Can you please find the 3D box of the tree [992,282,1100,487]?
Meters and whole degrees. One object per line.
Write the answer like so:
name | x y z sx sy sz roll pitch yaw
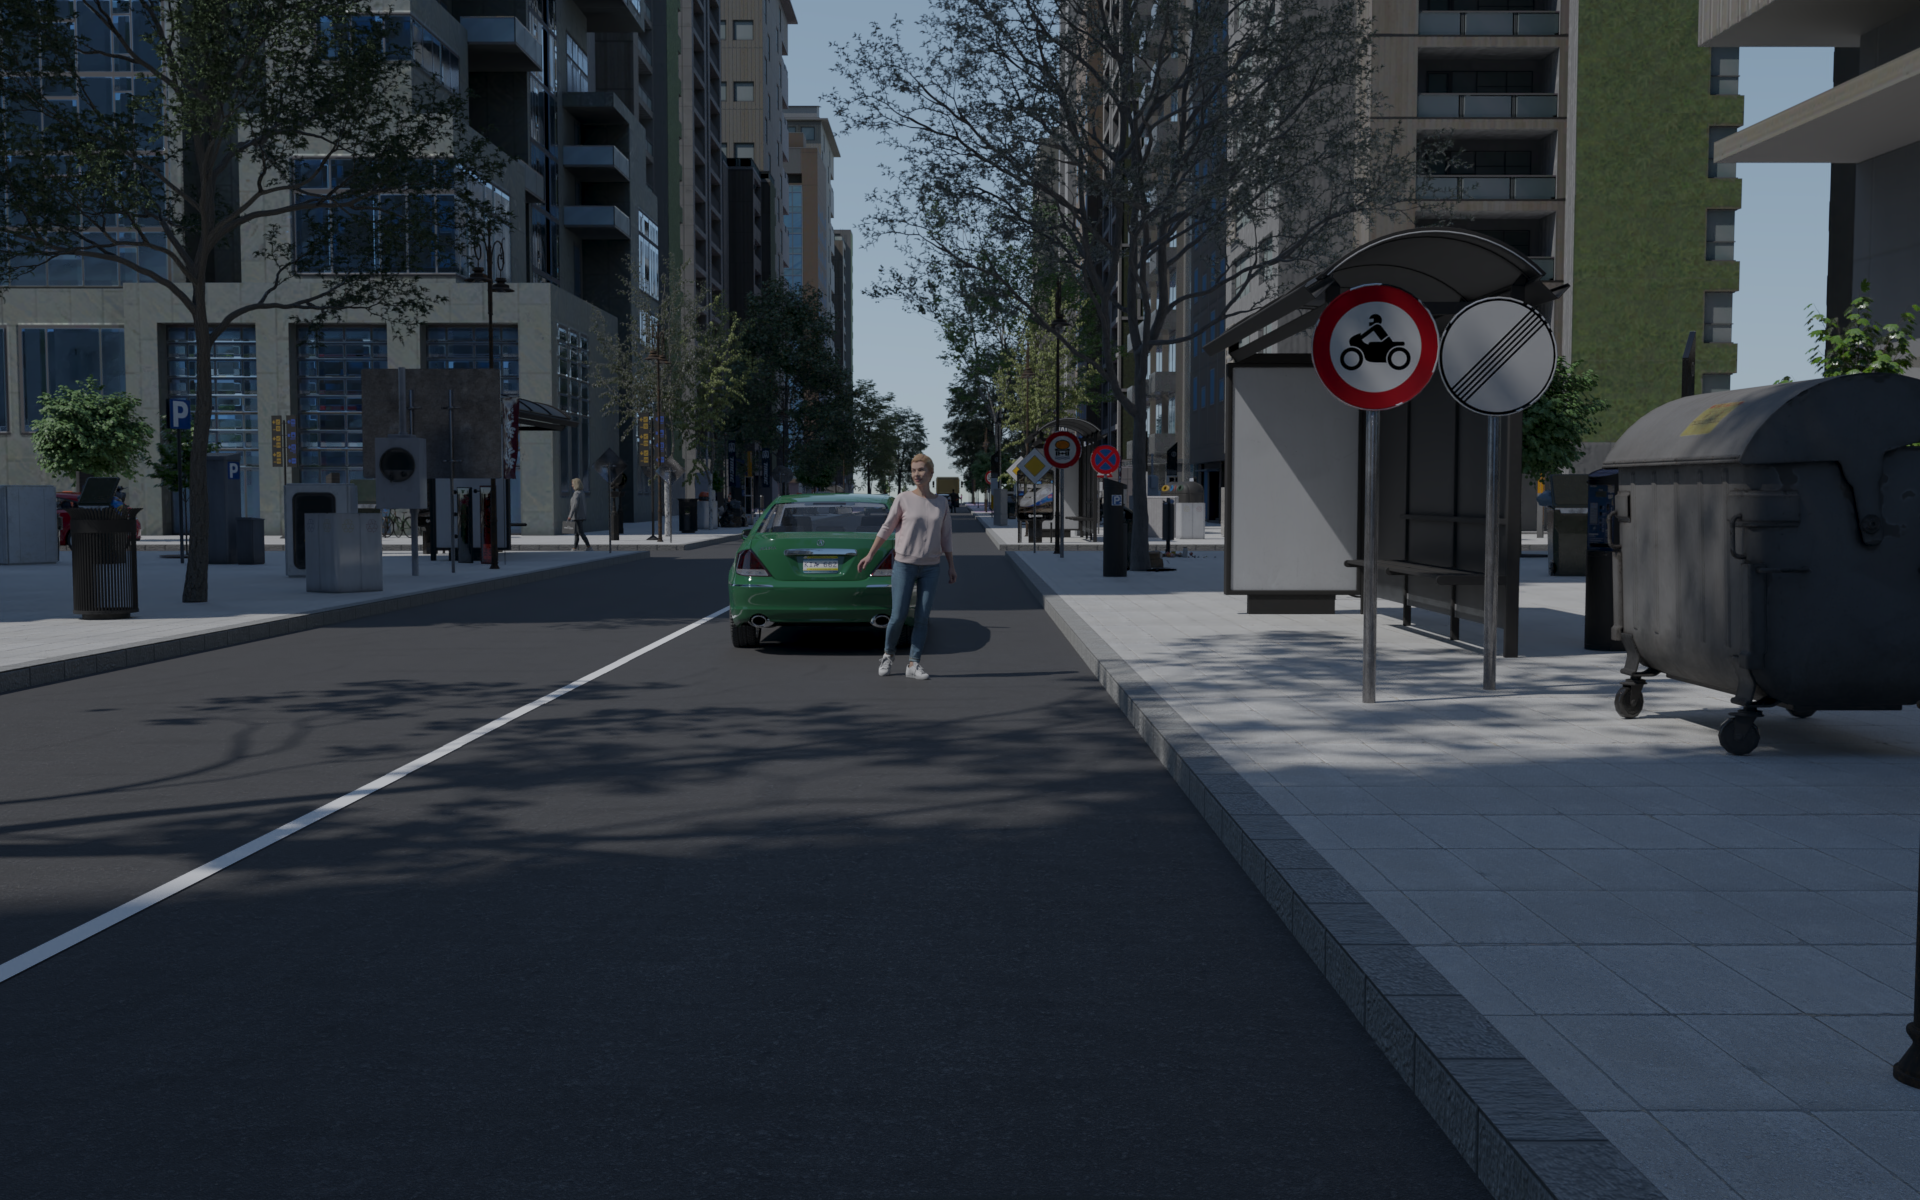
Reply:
tree | 2.878 -6.764 60.960 4.737 8.622 4.395 0 3 0

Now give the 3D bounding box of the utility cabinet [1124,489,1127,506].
utility cabinet | 4.930 -2.735 53.394 0.318 1.500 1.173 0 4 -2

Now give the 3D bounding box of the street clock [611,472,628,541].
street clock | -9.533 -2.641 47.753 0.471 2.002 0.358 3 5 44

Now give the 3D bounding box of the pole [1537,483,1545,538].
pole | 16.947 -3.464 50.486 0.158 3.312 0.155 0 3 0

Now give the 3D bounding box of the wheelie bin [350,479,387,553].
wheelie bin | -12.778 -1.793 37.218 0.980 1.594 0.693 -1 4 -14

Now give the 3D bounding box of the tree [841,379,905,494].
tree | -9.174 -15.460 170.896 7.486 12.596 7.792 0 3 0

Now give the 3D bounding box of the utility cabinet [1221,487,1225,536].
utility cabinet | 8.025 -2.653 52.051 0.318 1.500 1.173 0 4 4

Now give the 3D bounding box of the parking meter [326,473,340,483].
parking meter | -17.122 -2.545 47.327 0.255 1.863 0.399 -3 5 -43

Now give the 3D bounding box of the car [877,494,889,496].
car | -5.446 -6.398 116.412 2.131 1.459 4.920 0 4 0

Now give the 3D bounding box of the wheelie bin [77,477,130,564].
wheelie bin | -15.823 -1.473 31.988 0.980 1.594 0.693 0 4 7

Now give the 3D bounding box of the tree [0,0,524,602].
tree | -8.773 -5.259 20.396 7.601 10.594 8.767 -2 4 -27

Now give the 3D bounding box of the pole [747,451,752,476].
pole | -10.015 -5.425 82.549 0.158 3.312 0.155 0 3 0

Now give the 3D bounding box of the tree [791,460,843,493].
tree | -8.467 -7.237 102.045 4.285 4.588 4.351 0 3 0

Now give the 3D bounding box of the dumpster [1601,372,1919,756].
dumpster | 4.331 -0.207 9.140 1.264 1.857 1.865 0 4 0

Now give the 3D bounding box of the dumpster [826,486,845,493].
dumpster | -8.507 -6.875 118.169 1.264 1.857 1.865 0 3 0

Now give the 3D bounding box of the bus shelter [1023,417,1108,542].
bus shelter | 2.876 -3.334 48.427 2.014 3.302 5.546 0 3 0

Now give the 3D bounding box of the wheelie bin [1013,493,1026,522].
wheelie bin | 2.920 -4.342 78.902 0.980 1.594 0.693 0 4 8

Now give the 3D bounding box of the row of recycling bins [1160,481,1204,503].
row of recycling bins | 7.341 -3.053 57.024 1.069 1.692 3.534 0 4 -4

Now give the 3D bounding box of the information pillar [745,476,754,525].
information pillar | -8.711 -4.102 71.562 0.304 2.012 0.304 0 4 6

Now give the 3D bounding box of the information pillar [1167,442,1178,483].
information pillar | 9.516 -5.278 77.647 0.504 3.616 0.183 1 4 19

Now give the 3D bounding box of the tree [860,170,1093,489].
tree | 0.958 -15.031 101.650 12.611 20.169 13.585 0 3 0

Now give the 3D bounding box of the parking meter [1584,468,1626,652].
parking meter | 5.347 -0.357 14.243 0.372 1.533 0.369 0 3 0

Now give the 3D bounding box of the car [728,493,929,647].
car | -1.233 -0.356 17.625 2.131 1.459 4.920 0 3 0

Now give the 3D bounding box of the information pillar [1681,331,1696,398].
information pillar | 10.414 -2.047 24.823 0.183 3.616 0.504 2 4 34

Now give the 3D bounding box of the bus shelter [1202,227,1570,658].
bus shelter | 3.606 -1.345 15.920 2.014 3.302 5.546 0 3 0

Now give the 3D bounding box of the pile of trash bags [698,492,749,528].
pile of trash bags | -9.313 -3.454 66.233 1.912 1.369 3.447 0 4 8

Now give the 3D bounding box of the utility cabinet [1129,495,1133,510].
utility cabinet | 8.414 -4.262 80.843 1.020 1.237 0.306 2 4 24

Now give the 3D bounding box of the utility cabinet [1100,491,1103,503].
utility cabinet | 8.688 -5.765 102.941 0.318 1.500 1.173 -1 4 -18

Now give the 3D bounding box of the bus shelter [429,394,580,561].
bus shelter | -9.416 -2.552 35.651 2.014 3.302 5.546 0 4 0

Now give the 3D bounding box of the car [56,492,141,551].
car | -22.062 -1.983 41.464 4.494 1.783 2.155 0 4 0

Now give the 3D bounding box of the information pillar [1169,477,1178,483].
information pillar | 8.980 -4.190 72.995 0.304 2.012 0.304 2 4 30

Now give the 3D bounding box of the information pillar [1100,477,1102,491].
information pillar | 9.786 -7.778 118.528 0.504 3.616 0.183 1 4 19

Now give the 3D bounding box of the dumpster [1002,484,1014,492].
dumpster | 3.551 -7.097 118.537 1.502 2.255 1.985 0 3 0

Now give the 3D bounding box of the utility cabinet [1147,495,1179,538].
utility cabinet | 5.909 -2.440 51.051 1.020 1.237 0.306 2 4 28

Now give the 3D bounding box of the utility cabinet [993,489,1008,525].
utility cabinet | 1.652 -3.765 70.238 0.318 1.500 1.173 -1 4 -13

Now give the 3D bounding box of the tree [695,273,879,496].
tree | -8.992 -10.570 89.825 9.611 12.733 9.660 0 3 0

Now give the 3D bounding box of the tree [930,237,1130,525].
tree | 2.940 -8.904 71.338 9.928 11.665 9.643 0 3 0

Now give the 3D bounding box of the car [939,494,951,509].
car | -1.609 -9.581 168.653 2.014 1.417 4.499 0 4 1

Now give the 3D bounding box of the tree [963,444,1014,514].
tree | 2.221 -7.856 112.165 4.285 4.588 4.351 0 3 0

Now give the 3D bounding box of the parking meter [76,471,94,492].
parking meter | -22.548 -2.385 44.701 0.399 1.863 0.255 -3 5 -45

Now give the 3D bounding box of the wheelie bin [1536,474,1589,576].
wheelie bin | 9.551 -1.181 27.218 0.980 1.594 0.693 1 4 8

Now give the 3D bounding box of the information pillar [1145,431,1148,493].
information pillar | 6.902 -4.471 64.450 0.183 3.616 0.504 0 4 -3

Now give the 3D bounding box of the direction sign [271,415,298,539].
direction sign | -19.411 -3.537 49.821 0.876 3.537 0.379 1 4 21

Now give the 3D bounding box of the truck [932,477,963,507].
truck | -1.352 -11.942 191.181 3.469 3.379 9.791 0 4 -1

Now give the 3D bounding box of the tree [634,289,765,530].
tree | -9.134 -6.803 61.587 4.737 8.622 4.395 0 3 0

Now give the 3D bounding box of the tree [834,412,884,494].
tree | -9.341 -11.812 143.485 4.737 8.622 4.395 0 3 0

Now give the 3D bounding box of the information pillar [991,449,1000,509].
information pillar | 1.836 -5.996 89.392 0.504 3.616 0.183 0 4 -3

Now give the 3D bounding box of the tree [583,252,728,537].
tree | -9.061 -6.214 51.968 4.360 8.622 3.978 0 3 0

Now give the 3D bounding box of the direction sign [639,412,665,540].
direction sign | -8.532 -3.428 48.047 0.876 3.537 0.379 2 4 27

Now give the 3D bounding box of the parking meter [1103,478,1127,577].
parking meter | 2.409 -1.130 26.880 0.372 1.533 0.369 0 3 0

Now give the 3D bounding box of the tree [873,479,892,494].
tree | -8.516 -11.677 185.527 1.663 3.219 1.824 0 3 0

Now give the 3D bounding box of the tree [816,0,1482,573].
tree | 2.887 -7.221 28.427 12.009 13.543 11.850 0 3 0
